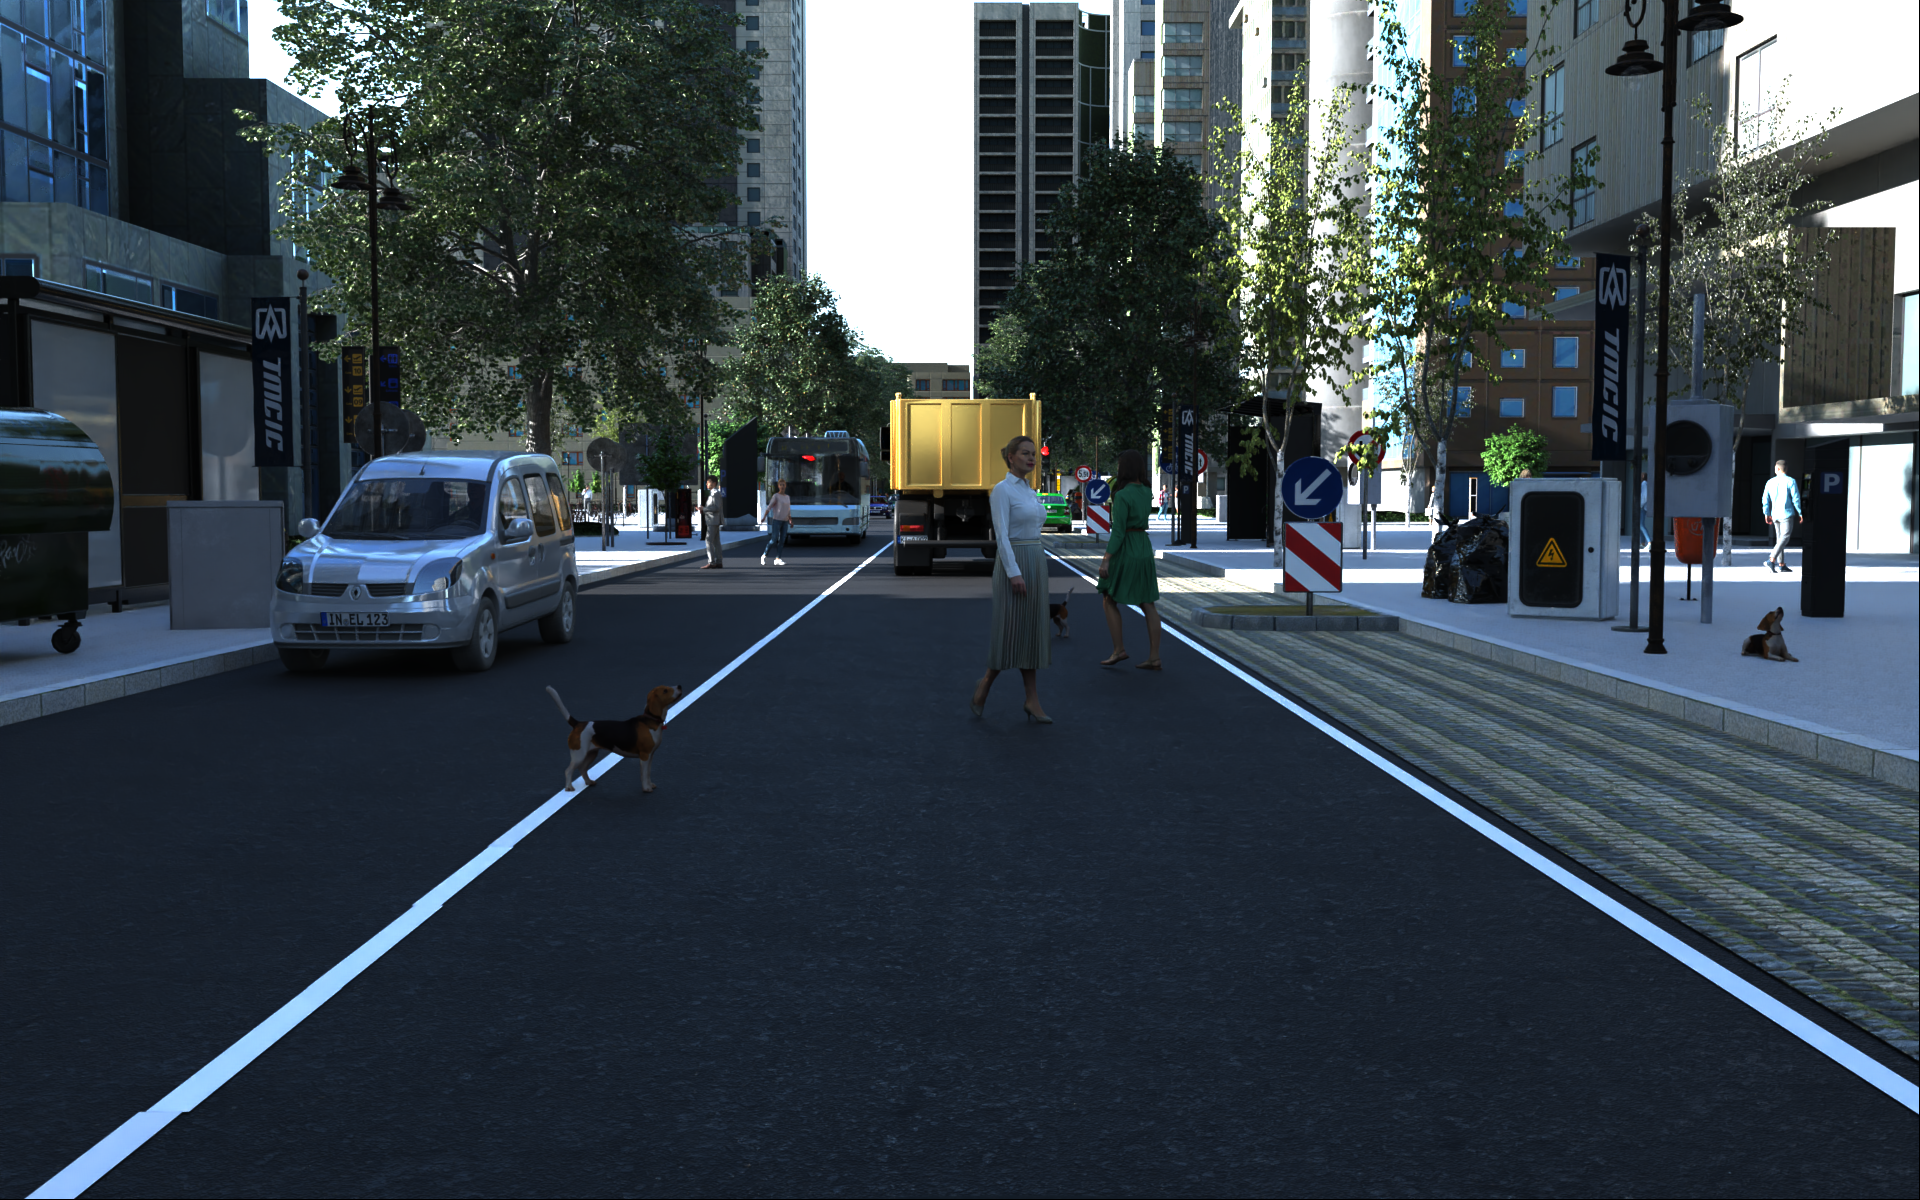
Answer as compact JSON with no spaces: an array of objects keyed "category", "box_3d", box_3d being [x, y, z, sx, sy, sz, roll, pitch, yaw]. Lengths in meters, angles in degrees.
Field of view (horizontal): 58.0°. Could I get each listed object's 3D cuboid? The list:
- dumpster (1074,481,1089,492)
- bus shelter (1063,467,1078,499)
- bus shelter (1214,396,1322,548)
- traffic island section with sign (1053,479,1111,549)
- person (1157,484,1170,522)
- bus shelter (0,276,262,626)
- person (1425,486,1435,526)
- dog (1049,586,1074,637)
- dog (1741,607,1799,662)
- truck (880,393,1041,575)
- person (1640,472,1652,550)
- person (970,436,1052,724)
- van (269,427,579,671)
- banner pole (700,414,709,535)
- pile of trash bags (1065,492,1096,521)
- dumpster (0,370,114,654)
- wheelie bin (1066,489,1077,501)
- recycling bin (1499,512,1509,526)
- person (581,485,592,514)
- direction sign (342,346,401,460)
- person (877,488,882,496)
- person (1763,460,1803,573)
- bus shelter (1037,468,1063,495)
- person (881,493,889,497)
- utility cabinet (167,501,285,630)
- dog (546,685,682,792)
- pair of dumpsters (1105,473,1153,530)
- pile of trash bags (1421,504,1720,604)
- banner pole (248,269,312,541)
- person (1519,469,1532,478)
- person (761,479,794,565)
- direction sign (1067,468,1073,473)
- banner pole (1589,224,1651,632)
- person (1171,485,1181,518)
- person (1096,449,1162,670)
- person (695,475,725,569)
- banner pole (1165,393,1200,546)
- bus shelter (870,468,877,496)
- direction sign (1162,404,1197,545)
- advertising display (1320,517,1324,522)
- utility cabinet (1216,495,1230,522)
[{"category":"dumpster","box_3d":[8.440,-7.065,118.000,1.502,2.255,1.985,0,4,0]},{"category":"bus shelter","box_3d":[8.068,-7.926,123.506,2.014,3.302,5.546,0,4,0]},{"category":"bus shelter","box_3d":[7.868,-3.261,44.608,1.731,3.624,6.357,0,4,0]},{"category":"traffic island section with sign","box_3d":[3.482,-2.278,45.880,1.989,1.847,2.006,0,4,0]},{"category":"person","box_3d":[9.257,-4.390,78.652,0.563,1.720,0.643,-2,4,-24]},{"category":"bus shelter","box_3d":[-9.891,-2.478,18.145,2.179,5.291,8.768,0,4,0]},{"category":"person","box_3d":[20.300,-3.988,74.064,0.694,1.780,0.624,-1,4,-22]},{"category":"dog","box_3d":[0.886,0.124,17.255,0.406,0.507,0.540,1,4,15]},{"category":"dog","box_3d":[6.414,0.252,13.611,0.550,0.427,0.748,3,5,45]},{"category":"truck","box_3d":[0.039,-2.335,34.101,3.469,3.379,9.791,0,4,-1]},{"category":"person","box_3d":[15.914,-2.079,40.301,0.793,1.790,0.793,-1,4,-16]},{"category":"person","box_3d":[0.319,-0.136,10.951,0.478,1.798,0.641,-3,5,-43]},{"category":"van","box_3d":[-4.611,-0.508,15.322,2.013,2.044,4.112,0,4,1]},{"category":"banner pole","box_3d":[-7.923,-3.930,54.265,0.401,3.779,0.863,0,4,-1]},{"category":"pile of trash bags","box_3d":[5.891,-4.603,85.013,1.912,1.369,3.447,0,4,-1]},{"category":"dumpster","box_3d":[-7.584,-0.646,13.061,1.502,2.255,1.985,0,4,0]},{"category":"wheelie bin","box_3d":[7.450,-6.508,114.315,0.693,1.594,0.980,3,5,41]},{"category":"recycling bin","box_3d":[8.049,-0.718,24.287,0.722,1.027,0.722,-2,4,-34]},{"category":"person","box_3d":[-22.431,-5.986,104.021,0.679,1.850,0.850,-1,4,-19]},{"category":"direction sign","box_3d":[-9.012,-2.116,26.588,0.876,3.537,0.379,0,4,-1]},{"category":"person","box_3d":[-7.683,-9.542,162.143,1.348,1.812,0.705,3,4,37]},{"category":"person","box_3d":[13.384,-1.372,28.337,0.748,1.841,0.638,-1,4,-20]},{"category":"bus shelter","box_3d":[5.747,-7.701,119.842,2.014,3.302,5.546,0,4,0]},{"category":"person","box_3d":[-9.924,-13.413,225.364,1.348,1.822,0.705,2,4,24]},{"category":"utility cabinet","box_3d":[-7.019,-0.333,16.604,1.020,1.237,0.306,-1,4,-20]},{"category":"dog","box_3d":[-1.671,0.666,8.402,0.540,0.507,0.406,-3,4,-36]},{"category":"pair of dumpsters","box_3d":[6.087,-3.732,63.514,1.574,2.255,4.437,0,4,0]},{"category":"pile of trash bags","box_3d":[7.387,-0.681,20.887,3.447,1.369,1.912,1,4,9]},{"category":"banner pole","box_3d":[-7.528,-1.796,19.381,0.863,3.779,0.401,1,4,8]},{"category":"person","box_3d":[11.824,-1.824,36.048,0.709,1.800,0.728,0,4,2]},{"category":"person","box_3d":[-3.791,-1.585,35.092,0.598,1.740,0.731,2,4,31]},{"category":"direction sign","box_3d":[8.261,-8.607,132.721,0.876,3.537,0.379,-1,4,-14]},{"category":"banner pole","box_3d":[6.128,-1.592,16.041,0.863,3.779,0.401,-2,4,-30]},{"category":"person","box_3d":[11.624,-5.277,92.684,0.532,1.782,0.716,3,4,37]},{"category":"person","box_3d":[1.403,-0.332,14.169,0.529,1.795,0.600,2,4,32]},{"category":"person","box_3d":[-4.827,-1.506,33.328,0.583,1.804,0.606,-1,4,-19]},{"category":"banner pole","box_3d":[5.520,-3.234,42.899,0.863,3.779,0.401,-1,4,-8]},{"category":"bus shelter","box_3d":[-7.771,-9.893,139.375,2.179,5.291,8.768,0,4,0]},{"category":"direction sign","box_3d":[5.521,-3.158,43.629,0.876,3.537,0.379,1,4,19]},{"category":"advertising display","box_3d":[15.985,-4.366,76.589,0.974,1.923,0.123,2,4,30]},{"category":"utility cabinet","box_3d":[12.251,-4.166,79.275,1.020,1.237,0.306,-1,4,-19]}]
